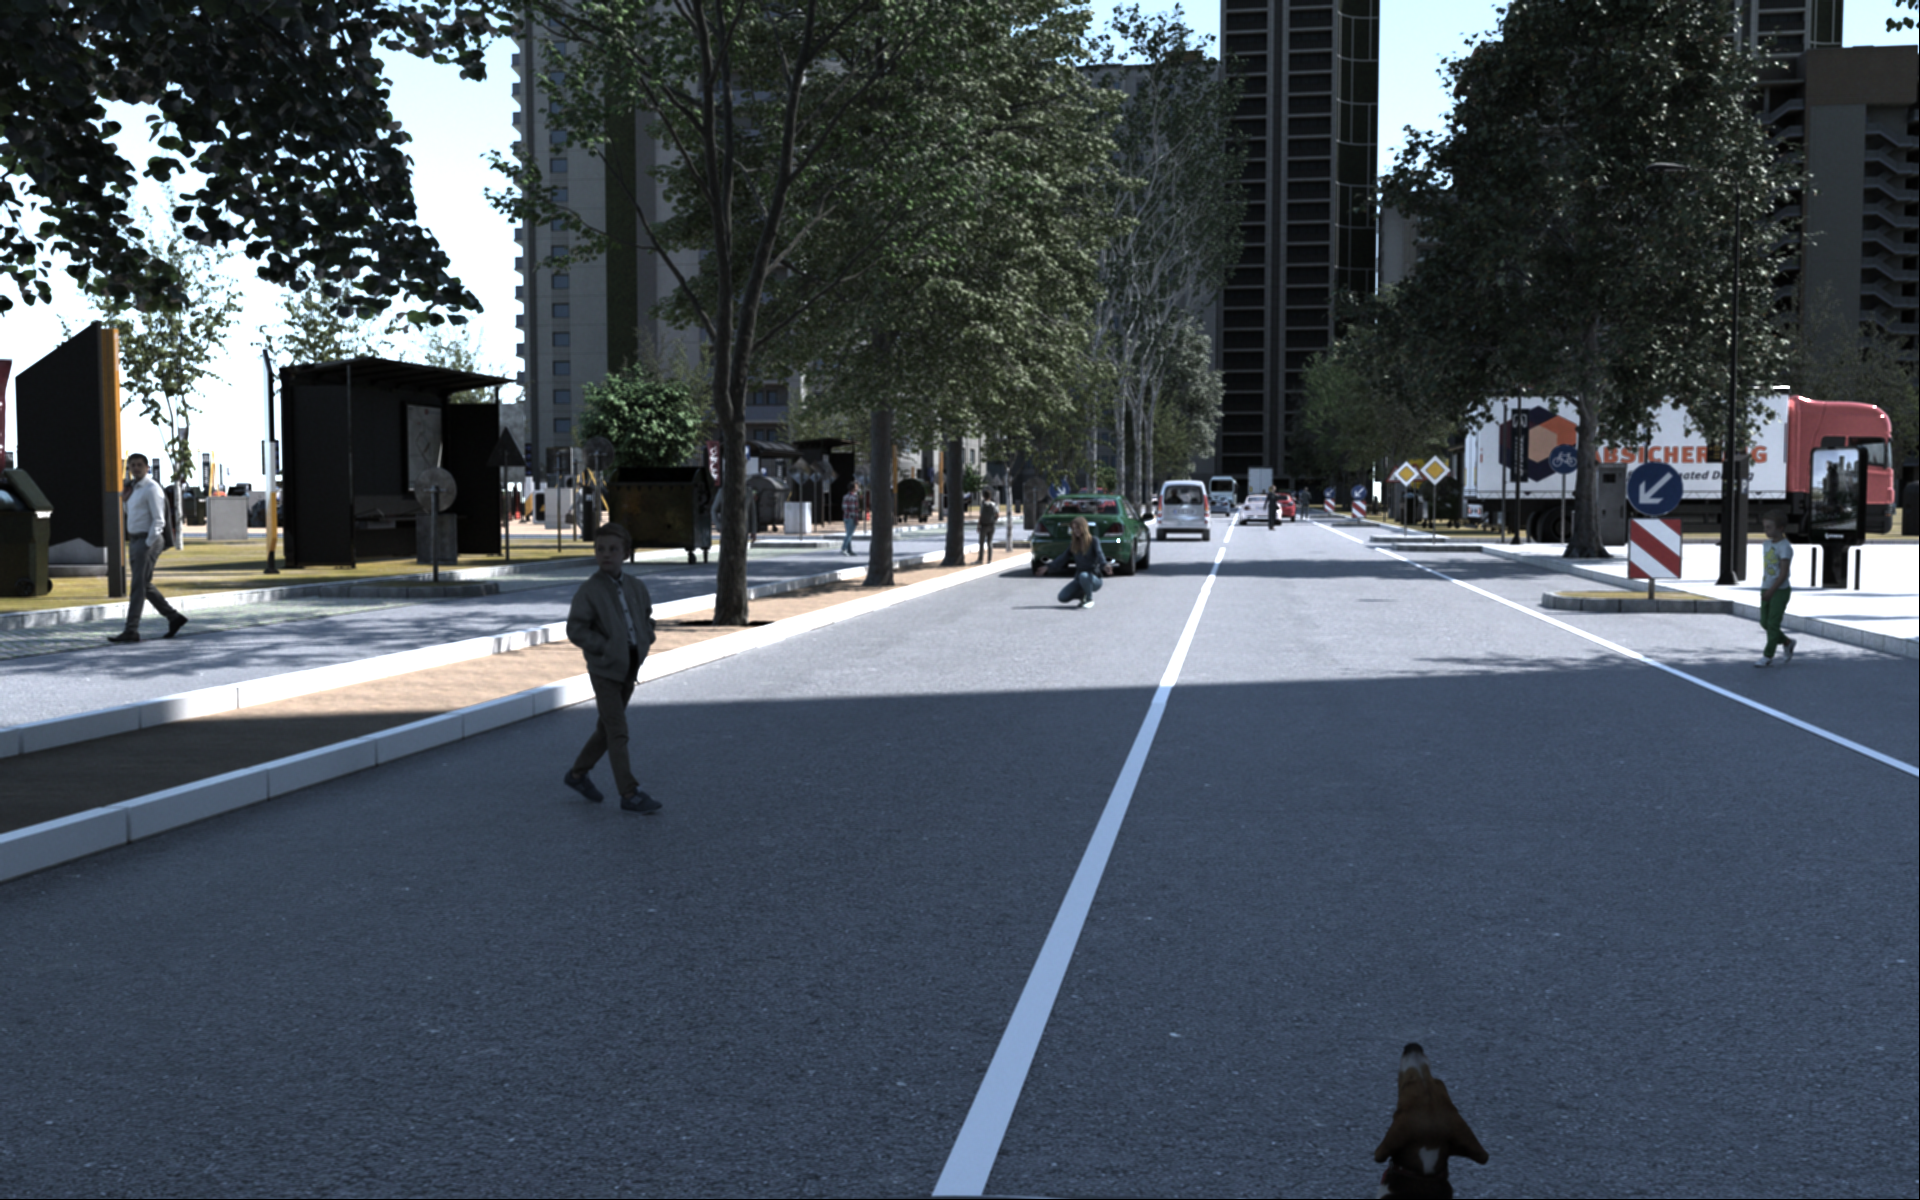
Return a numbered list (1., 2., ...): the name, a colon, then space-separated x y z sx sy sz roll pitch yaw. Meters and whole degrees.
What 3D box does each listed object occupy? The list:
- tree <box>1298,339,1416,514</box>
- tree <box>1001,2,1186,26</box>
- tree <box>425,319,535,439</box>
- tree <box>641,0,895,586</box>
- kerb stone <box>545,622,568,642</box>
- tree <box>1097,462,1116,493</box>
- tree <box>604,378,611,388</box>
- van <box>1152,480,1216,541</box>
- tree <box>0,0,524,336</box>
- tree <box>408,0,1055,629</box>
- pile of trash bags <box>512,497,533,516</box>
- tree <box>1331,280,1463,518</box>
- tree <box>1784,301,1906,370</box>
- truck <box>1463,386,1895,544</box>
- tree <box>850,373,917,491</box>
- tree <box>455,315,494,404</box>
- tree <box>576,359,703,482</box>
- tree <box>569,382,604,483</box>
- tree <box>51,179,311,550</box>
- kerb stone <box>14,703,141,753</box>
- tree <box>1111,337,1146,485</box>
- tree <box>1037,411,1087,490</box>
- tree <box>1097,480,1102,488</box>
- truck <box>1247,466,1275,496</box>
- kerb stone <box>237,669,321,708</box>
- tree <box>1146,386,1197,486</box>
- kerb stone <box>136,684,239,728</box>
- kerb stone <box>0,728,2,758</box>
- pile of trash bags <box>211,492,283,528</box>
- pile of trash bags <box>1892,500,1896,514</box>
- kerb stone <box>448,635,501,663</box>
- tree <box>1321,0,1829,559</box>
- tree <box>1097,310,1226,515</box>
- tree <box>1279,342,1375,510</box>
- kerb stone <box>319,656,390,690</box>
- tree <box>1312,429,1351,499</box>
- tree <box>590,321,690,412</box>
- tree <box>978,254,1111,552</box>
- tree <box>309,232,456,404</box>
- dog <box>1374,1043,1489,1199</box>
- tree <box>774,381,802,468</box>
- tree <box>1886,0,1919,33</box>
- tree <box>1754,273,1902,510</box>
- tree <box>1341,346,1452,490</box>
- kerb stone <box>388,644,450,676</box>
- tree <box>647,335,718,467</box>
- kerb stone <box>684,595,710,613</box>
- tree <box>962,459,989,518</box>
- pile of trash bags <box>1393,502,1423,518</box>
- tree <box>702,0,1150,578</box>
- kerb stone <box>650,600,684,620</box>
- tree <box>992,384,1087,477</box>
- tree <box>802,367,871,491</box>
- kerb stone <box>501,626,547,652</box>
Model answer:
1. tree: 26.013 -11.404 112.211 9.928 11.665 9.643 0 3 0
2. tree: 3.749 -12.571 63.884 12.611 20.169 13.585 0 3 0
3. tree: -20.143 -7.435 71.931 4.360 8.622 3.978 0 3 0
4. tree: -1.275 -6.512 27.053 7.486 12.596 7.792 0 3 0
5. kerb stone: -3.946 0.313 17.078 0.120 0.150 1.000 1 4 9
6. tree: 16.792 -12.864 194.039 4.285 4.588 4.351 0 3 0
7. tree: -15.491 -8.603 91.018 4.737 8.622 4.395 0 3 0
8. van: 7.024 -2.893 54.308 2.013 2.044 4.112 1 4 8
9. tree: -4.821 -5.984 6.955 9.857 13.997 8.962 0 3 0
10. tree: -2.401 -5.513 18.358 9.928 11.665 9.643 0 3 0
11. pile of trash bags: -25.473 -5.709 103.096 3.447 1.369 1.912 1 4 22
12. tree: 23.600 -10.658 92.385 7.486 12.596 7.792 0 3 0
13. tree: 35.913 -7.259 69.055 4.360 8.622 3.978 0 3 0
14. truck: 19.508 -3.529 46.612 11.283 4.237 2.839 1 4 9
15. tree: -3.598 -8.338 86.685 4.360 8.622 3.978 0 3 0
16. tree: -19.802 -7.115 66.700 4.737 8.622 4.395 0 3 0
17. tree: -7.845 -3.577 42.206 4.285 4.588 4.351 0 3 0
18. tree: -23.085 -9.786 110.358 4.737 8.622 4.395 0 3 0
19. tree: -18.144 -5.451 39.488 4.737 8.622 4.395 0 3 0
20. kerb stone: -5.114 0.746 10.001 0.120 0.150 1.000 1 4 9
21. tree: 3.403 -6.227 54.637 4.737 8.622 4.395 0 3 0
22. tree: 7.374 -10.980 129.886 4.360 8.622 3.978 0 3 0
23. tree: 13.766 -10.968 173.931 1.663 3.219 1.824 0 3 0
24. truck: 31.070 -11.621 178.919 2.839 4.237 11.283 1 4 10
25. kerb stone: -4.774 0.622 12.031 0.120 0.150 1.000 1 4 9
26. tree: 13.214 -9.728 111.865 4.737 8.622 4.395 0 3 0
27. kerb stone: -4.948 0.684 11.019 0.120 0.150 1.000 1 4 9
28. kerb stone: -5.287 0.808 8.980 0.120 0.150 1.000 1 4 9
29. pile of trash bags: -27.130 -3.447 66.114 1.912 1.369 3.447 2 4 24
30. pile of trash bags: 57.938 -6.161 110.482 3.447 1.369 1.912 3 5 41
31. kerb stone: -4.278 0.437 15.057 0.120 0.150 1.000 1 4 9
32. tree: 12.541 -7.188 34.528 9.611 12.733 9.660 0 3 0
33. tree: 13.801 -12.843 119.088 9.857 13.997 8.962 0 3 0
34. tree: 30.825 -13.986 139.038 12.009 13.543 11.850 0 3 0
35. kerb stone: -4.611 0.564 13.040 0.120 0.150 1.000 1 4 9
36. tree: 34.247 -12.723 158.387 4.737 8.622 4.395 0 3 0
37. tree: -13.245 -7.509 73.130 4.360 8.622 3.978 0 3 0
38. tree: 1.215 -5.466 42.191 4.737 8.622 4.395 0 3 0
39. tree: -16.665 -5.822 45.558 4.737 8.622 4.395 0 3 0
40. dog: 0.720 1.050 3.034 0.748 0.427 0.550 -2 4 -33
41. tree: -8.288 -9.257 101.710 4.737 8.622 4.395 0 3 0
42. tree: 10.366 -3.970 15.266 4.737 8.622 4.395 0 3 0
43. tree: 28.354 -6.623 58.644 4.360 8.622 3.978 0 3 0
44. tree: 21.220 -8.127 83.240 4.360 8.622 3.978 0 3 0
45. kerb stone: -4.445 0.500 14.049 0.120 0.150 1.000 1 4 9
46. tree: -12.286 -7.898 79.501 4.737 8.622 4.395 0 3 0
47. kerb stone: -3.284 0.066 21.112 0.120 0.150 1.000 1 4 9
48. tree: 0.532 -6.086 94.112 1.663 3.219 1.824 0 3 0
49. pile of trash bags: 23.633 -4.910 90.035 1.912 1.369 3.447 1 4 9
50. tree: -0.148 -6.970 34.541 7.486 12.596 7.792 0 3 0
51. kerb stone: -3.448 0.128 20.103 0.120 0.150 1.000 1 4 9
52. tree: 5.517 -11.509 122.586 7.601 10.594 8.767 1 4 21
53. tree: -5.491 -8.762 93.624 4.737 8.622 4.395 0 3 0
54. kerb stone: -4.111 0.379 16.069 0.120 0.150 1.000 1 4 9
